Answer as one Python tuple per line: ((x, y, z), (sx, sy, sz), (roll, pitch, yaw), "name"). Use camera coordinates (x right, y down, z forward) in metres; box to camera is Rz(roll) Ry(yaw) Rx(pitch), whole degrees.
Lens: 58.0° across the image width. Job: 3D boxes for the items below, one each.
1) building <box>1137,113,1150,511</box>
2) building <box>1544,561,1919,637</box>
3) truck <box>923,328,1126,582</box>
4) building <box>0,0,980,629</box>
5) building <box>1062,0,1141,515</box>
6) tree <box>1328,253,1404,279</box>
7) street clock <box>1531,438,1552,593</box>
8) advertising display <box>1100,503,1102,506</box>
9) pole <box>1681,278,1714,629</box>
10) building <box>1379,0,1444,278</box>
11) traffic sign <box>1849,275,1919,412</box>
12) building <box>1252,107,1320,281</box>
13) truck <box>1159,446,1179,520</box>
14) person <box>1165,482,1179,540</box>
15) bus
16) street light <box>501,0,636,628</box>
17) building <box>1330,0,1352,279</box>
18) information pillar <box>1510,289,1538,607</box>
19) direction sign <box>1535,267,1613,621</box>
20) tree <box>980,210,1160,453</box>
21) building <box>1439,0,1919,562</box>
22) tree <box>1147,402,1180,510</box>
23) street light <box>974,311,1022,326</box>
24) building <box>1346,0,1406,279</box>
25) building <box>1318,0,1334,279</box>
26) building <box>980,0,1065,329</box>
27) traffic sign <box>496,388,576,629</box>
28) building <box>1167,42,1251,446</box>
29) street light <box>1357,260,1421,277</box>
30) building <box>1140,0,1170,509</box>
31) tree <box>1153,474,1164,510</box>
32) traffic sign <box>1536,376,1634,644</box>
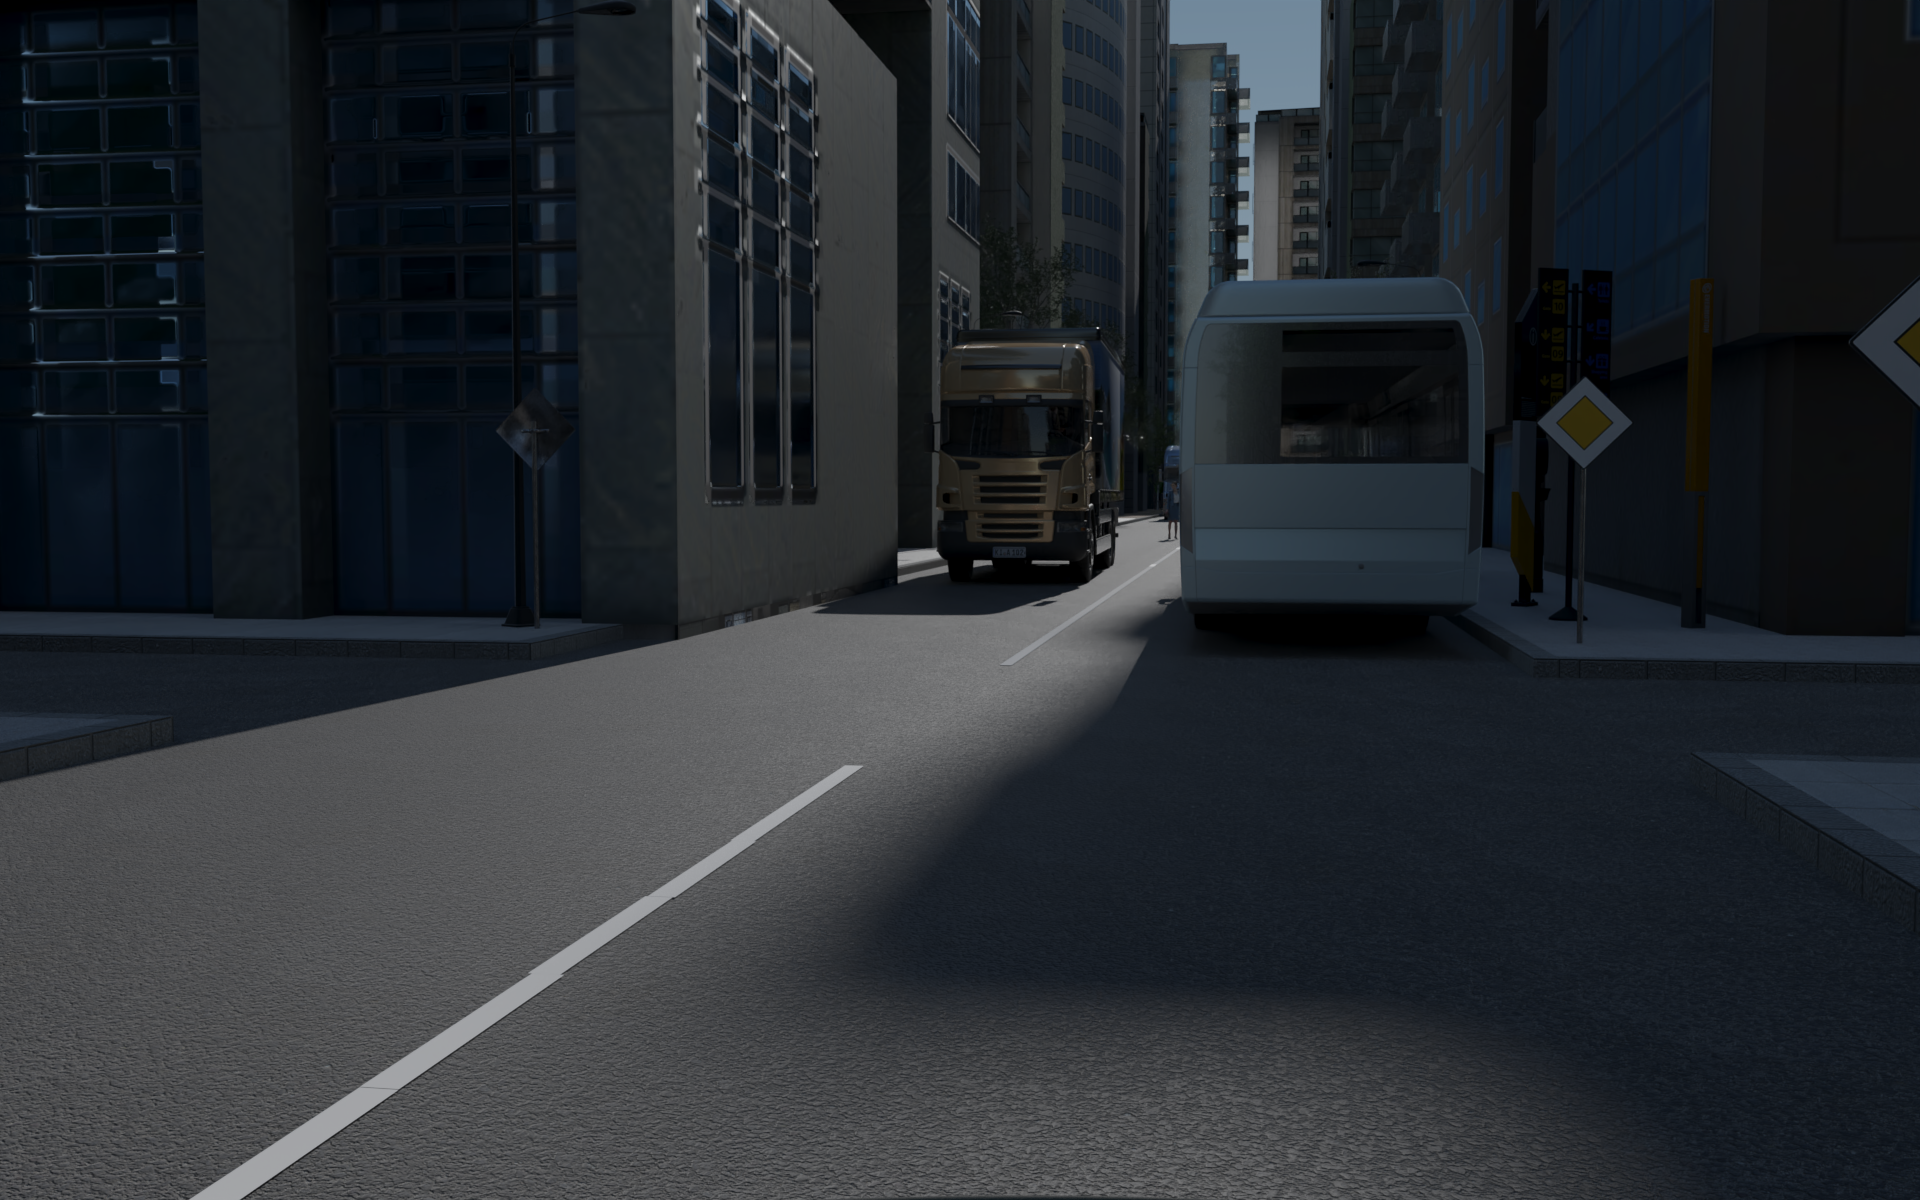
((6.309, -21.716, 126.755), (14.160, 30.474, 14.107), (1, 4, 10), "building")
((15.215, -22.601, 19.643), (14.200, 45.320, 14.600), (1, 4, 10), "building")
((1.486, -2.613, 31.636), (2.839, 4.237, 11.283), (1, 4, 8), "truck")
((-11.126, -43.965, 31.500), (22.319, 86.520, 31.000), (1, 4, 10), "building")
((-0.508, -34.458, 105.384), (21.231, 58.520, 28.212), (1, 4, 10), "building")
((12.868, -6.287, 53.149), (4.360, 8.622, 3.978), (0, 3, 0), "tree")
((7.494, -1.097, 22.511), (0.358, 2.002, 0.471), (1, 4, 13), "street clock")
((6.283, -4.383, 76.883), (0.123, 1.923, 0.974), (1, 4, 10), "advertising display")
((7.032, -1.386, 16.510), (0.158, 3.312, 0.155), (0, 3, 0), "pole")
((28.912, -27.504, 69.303), (23.786, 49.044, 30.456), (1, 4, 10), "building")
((3.962, -0.203, 6.954), (0.795, 2.450, 0.064), (1, 4, 10), "traffic sign")
((37.006, -30.215, 177.614), (14.086, 41.232, 14.154), (1, 4, 10), "building")
((13.442, -6.897, 102.517), (2.967, 4.110, 18.799), (0, 4, 8), "truck")
((6.764, -2.826, 54.734), (0.581, 1.822, 0.654), (0, 4, -1), "person")
((4.184, -1.622, 21.382), (2.948, 3.499, 13.247), (1, 4, 9), "bus")
((-3.733, -2.691, 16.546), (1.470, 5.913, 1.316), (1, 4, 10), "street light")
((36.214, -35.254, 118.395), (21.231, 58.520, 28.212), (1, 4, 10), "building")
((6.422, -1.733, 19.690), (0.183, 3.616, 0.504), (3, 5, 40), "information pillar")
((6.197, -1.562, 17.540), (0.876, 3.537, 0.379), (-1, 4, -19), "direction sign")
((1.566, -7.542, 57.720), (7.601, 10.594, 8.767), (-1, 4, -13), "tree")
((19.263, -23.868, 40.360), (14.600, 45.320, 14.200), (1, 4, 10), "building")
((15.549, -11.416, 137.010), (4.737, 8.622, 4.395), (0, 3, 0), "tree")
((0.881, -4.380, 44.161), (1.470, 5.913, 1.316), (1, 4, 10), "street light")
((29.120, -19.998, 98.669), (14.160, 30.474, 14.107), (1, 4, 10), "building")
((44.192, -34.019, 145.451), (28.713, 52.752, 27.495), (1, 4, 10), "building")
((-3.389, -23.739, 71.733), (14.154, 41.232, 14.086), (1, 4, 10), "building")
((-4.030, -0.784, 16.454), (0.795, 2.450, 0.064), (1, 4, 10), "traffic sign")
((15.620, -34.659, 186.290), (30.456, 49.044, 23.786), (1, 4, 10), "building")
((8.564, -3.785, 34.432), (1.470, 5.913, 1.316), (1, 4, 10), "street light")
((7.981, -43.860, 155.356), (20.611, 71.187, 20.563), (1, 4, 10), "building")
((16.329, -8.960, 141.099), (1.663, 3.219, 1.824), (0, 3, 0), "tree")
((5.322, -0.684, 14.823), (0.795, 2.450, 0.064), (1, 4, 10), "traffic sign")
